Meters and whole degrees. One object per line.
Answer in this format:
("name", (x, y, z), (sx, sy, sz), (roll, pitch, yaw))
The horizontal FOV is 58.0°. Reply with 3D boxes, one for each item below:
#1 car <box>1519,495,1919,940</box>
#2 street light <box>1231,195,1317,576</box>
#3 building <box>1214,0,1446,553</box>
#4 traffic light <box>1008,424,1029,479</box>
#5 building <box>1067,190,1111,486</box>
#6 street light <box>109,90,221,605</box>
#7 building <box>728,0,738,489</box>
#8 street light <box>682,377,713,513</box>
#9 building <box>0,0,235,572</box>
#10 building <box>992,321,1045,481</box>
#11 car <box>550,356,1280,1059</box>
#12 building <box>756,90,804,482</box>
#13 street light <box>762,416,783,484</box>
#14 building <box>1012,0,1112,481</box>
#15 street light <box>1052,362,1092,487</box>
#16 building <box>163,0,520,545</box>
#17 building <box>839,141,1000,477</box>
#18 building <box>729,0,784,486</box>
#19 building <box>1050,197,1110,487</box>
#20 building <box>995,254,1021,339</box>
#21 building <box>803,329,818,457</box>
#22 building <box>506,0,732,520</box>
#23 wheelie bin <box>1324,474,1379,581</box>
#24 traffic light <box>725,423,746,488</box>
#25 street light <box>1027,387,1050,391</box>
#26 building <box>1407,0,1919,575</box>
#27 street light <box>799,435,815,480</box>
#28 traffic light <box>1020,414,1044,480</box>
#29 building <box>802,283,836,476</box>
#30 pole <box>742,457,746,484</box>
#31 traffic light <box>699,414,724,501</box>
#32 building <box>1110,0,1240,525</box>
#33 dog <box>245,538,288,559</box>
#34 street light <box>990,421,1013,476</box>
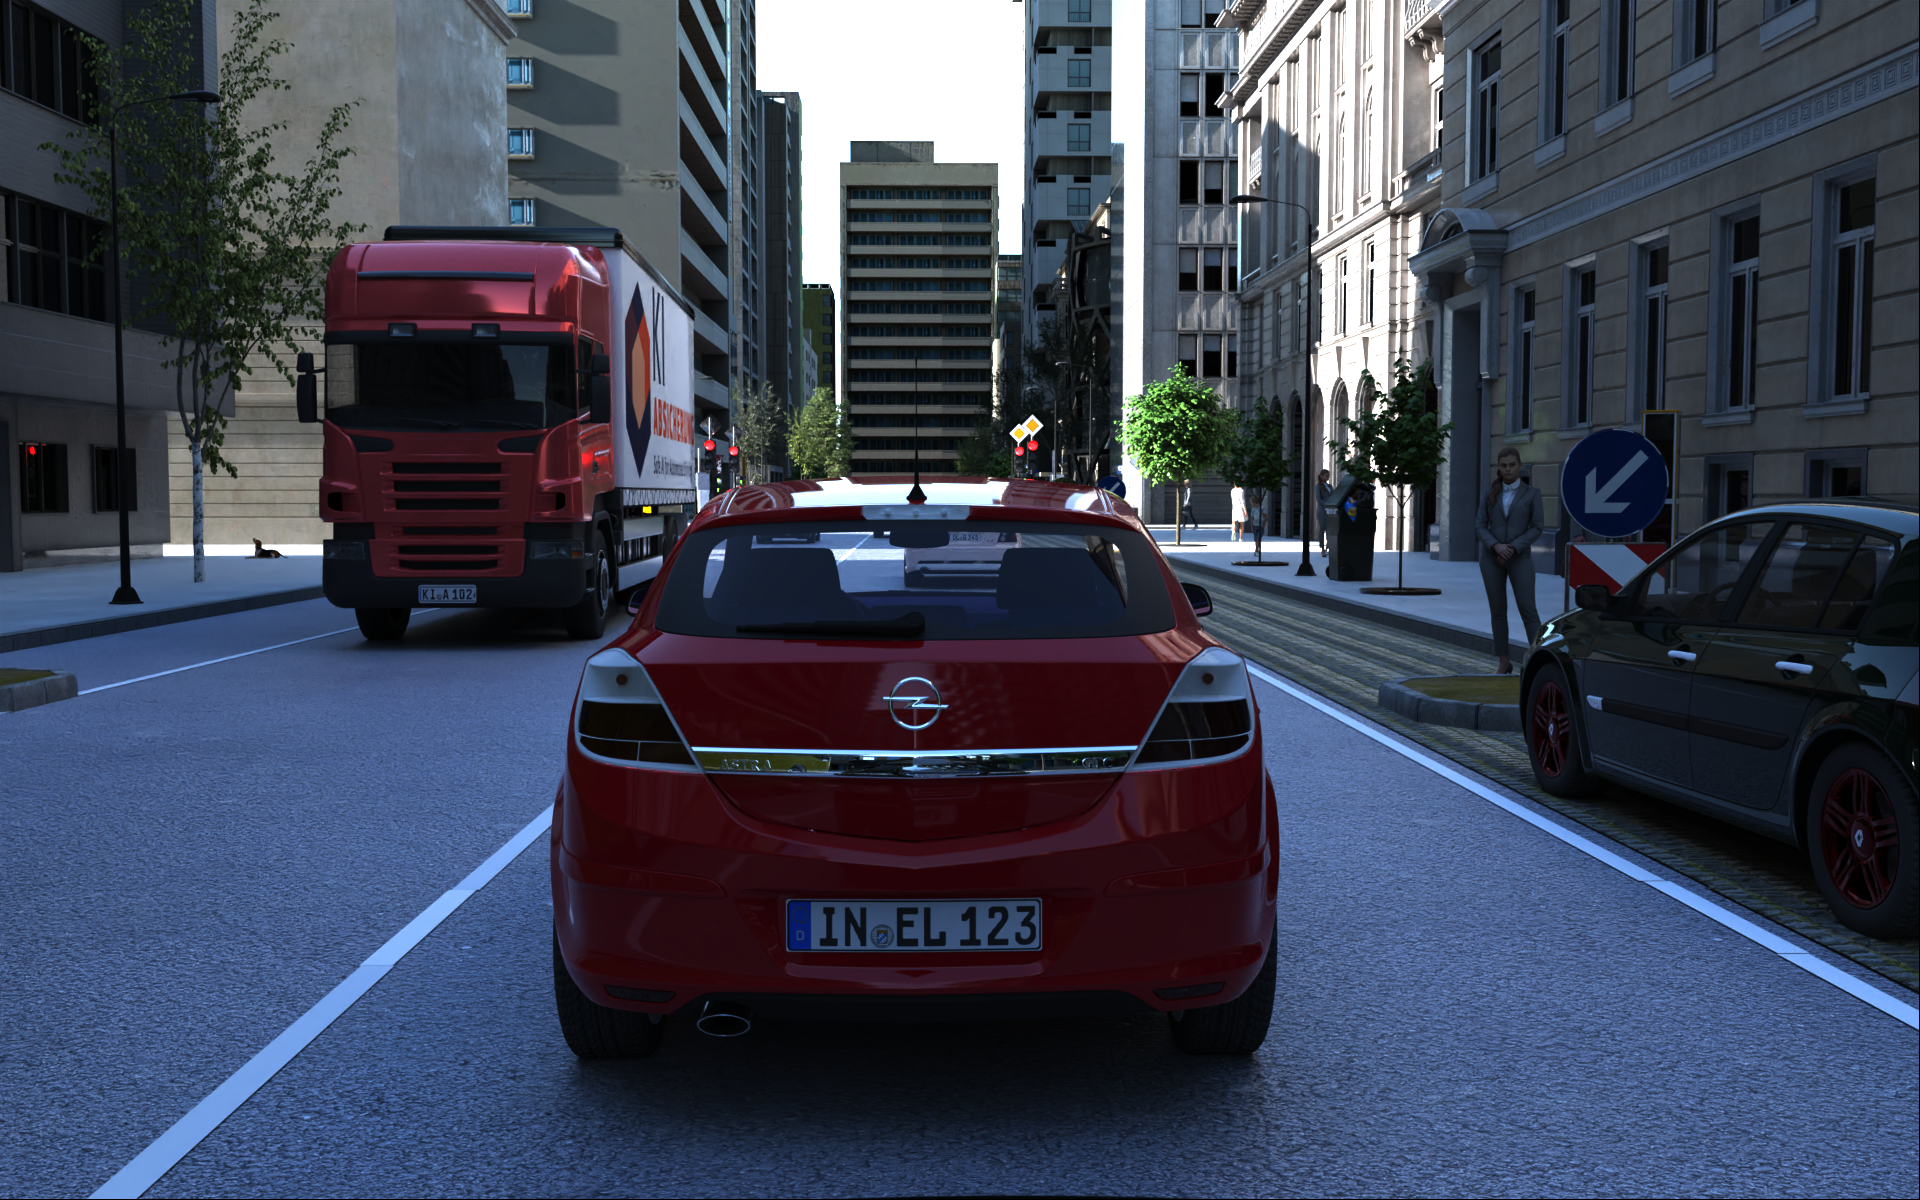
("car", (3.680, 0.171, 6.987), (2.009, 1.686, 4.222), (0, 4, -2))
("street light", (4.899, -3.335, 27.062), (1.470, 5.913, 1.316), (0, 4, -1))
("building", (15.344, -12.484, 45.913), (13.314, 21.916, 24.055), (0, 4, -1))
("traffic light", (2.333, -4.901, 69.052), (0.839, 4.253, 0.868), (0, 4, -1))
("building", (14.544, -14.234, 100.176), (16.820, 18.784, 16.811), (0, 4, -1))
("street light", (-9.213, -2.908, 20.089), (1.470, 5.913, 1.316), (0, 4, -1))
("building", (-26.751, -49.502, 122.030), (22.319, 86.520, 31.000), (0, 4, -1))
("street light", (-10.457, -5.876, 68.611), (1.470, 5.913, 1.316), (0, 4, -1))
("building", (-21.097, -12.248, 19.327), (14.314, 24.678, 30.058), (0, 4, -1))
("building", (17.888, -20.962, 187.759), (27.650, 21.520, 28.899), (0, 4, -1))
("car", (-0.137, 0.192, 5.893), (2.155, 1.783, 4.494), (0, 4, -1))
("building", (-22.936, -29.797, 170.774), (14.154, 41.232, 14.086), (0, 4, -1))
("street light", (-11.166, -7.958, 102.647), (1.470, 5.913, 1.316), (0, 4, -1))
("building", (19.793, -34.829, 158.700), (28.713, 52.752, 27.495), (0, 4, -1))
("street light", (4.071, -5.416, 61.095), (1.470, 5.913, 1.316), (0, 4, -1))
("building", (-31.049, -14.090, 49.460), (34.723, 24.649, 14.460), (0, 4, -1))
("building", (-5.651, -37.725, 240.510), (21.600, 48.544, 21.300), (0, 4, -1))
("building", (-26.336, -43.682, 152.454), (20.563, 71.187, 20.611), (0, 4, -1))
("building", (13.967, -18.813, 126.673), (14.460, 24.649, 34.723), (0, 4, -1))
("building", (11.196, -26.778, 209.521), (14.160, 30.474, 14.107), (0, 4, -1))
("building", (-31.946, -21.902, 203.139), (28.899, 21.520, 27.650), (0, 4, -1))
("building", (-23.219, -28.225, 85.182), (21.300, 48.544, 21.600), (0, 4, -1))
("wheelie bin", (5.819, -1.090, 25.735), (0.693, 1.594, 0.980), (0, 4, -6))
("traffic light", (-8.924, -4.883, 68.758), (0.839, 4.253, 0.868), (0, 4, -1))
("street light", (3.617, -6.294, 75.453), (1.470, 5.913, 1.316), (0, 4, -1))
("building", (15.681, -14.536, 23.571), (13.634, 28.700, 20.117), (0, 4, -1))
("street light", (-12.096, -10.039, 136.678), (1.470, 5.913, 1.316), (0, 4, -1))
("traffic light", (2.531, -4.413, 61.070), (0.839, 4.253, 0.868), (0, 4, -1))
("building", (-24.172, -28.474, 237.256), (14.107, 30.474, 14.160), (0, 4, -1))
("pole", (-11.895, -6.216, 95.473), (0.158, 3.312, 0.155), (0, 3, 0))
("traffic light", (-8.726, -4.395, 60.776), (0.839, 4.253, 0.868), (0, 4, -1))
("building", (17.305, -15.852, 77.208), (19.932, 24.808, 12.078), (0, 4, -1))
("dog", (-13.827, -1.027, 34.528), (0.748, 0.427, 0.550), (1, 4, 23))
("street light", (2.780, -8.386, 109.660), (1.470, 5.913, 1.316), (0, 4, -1))
